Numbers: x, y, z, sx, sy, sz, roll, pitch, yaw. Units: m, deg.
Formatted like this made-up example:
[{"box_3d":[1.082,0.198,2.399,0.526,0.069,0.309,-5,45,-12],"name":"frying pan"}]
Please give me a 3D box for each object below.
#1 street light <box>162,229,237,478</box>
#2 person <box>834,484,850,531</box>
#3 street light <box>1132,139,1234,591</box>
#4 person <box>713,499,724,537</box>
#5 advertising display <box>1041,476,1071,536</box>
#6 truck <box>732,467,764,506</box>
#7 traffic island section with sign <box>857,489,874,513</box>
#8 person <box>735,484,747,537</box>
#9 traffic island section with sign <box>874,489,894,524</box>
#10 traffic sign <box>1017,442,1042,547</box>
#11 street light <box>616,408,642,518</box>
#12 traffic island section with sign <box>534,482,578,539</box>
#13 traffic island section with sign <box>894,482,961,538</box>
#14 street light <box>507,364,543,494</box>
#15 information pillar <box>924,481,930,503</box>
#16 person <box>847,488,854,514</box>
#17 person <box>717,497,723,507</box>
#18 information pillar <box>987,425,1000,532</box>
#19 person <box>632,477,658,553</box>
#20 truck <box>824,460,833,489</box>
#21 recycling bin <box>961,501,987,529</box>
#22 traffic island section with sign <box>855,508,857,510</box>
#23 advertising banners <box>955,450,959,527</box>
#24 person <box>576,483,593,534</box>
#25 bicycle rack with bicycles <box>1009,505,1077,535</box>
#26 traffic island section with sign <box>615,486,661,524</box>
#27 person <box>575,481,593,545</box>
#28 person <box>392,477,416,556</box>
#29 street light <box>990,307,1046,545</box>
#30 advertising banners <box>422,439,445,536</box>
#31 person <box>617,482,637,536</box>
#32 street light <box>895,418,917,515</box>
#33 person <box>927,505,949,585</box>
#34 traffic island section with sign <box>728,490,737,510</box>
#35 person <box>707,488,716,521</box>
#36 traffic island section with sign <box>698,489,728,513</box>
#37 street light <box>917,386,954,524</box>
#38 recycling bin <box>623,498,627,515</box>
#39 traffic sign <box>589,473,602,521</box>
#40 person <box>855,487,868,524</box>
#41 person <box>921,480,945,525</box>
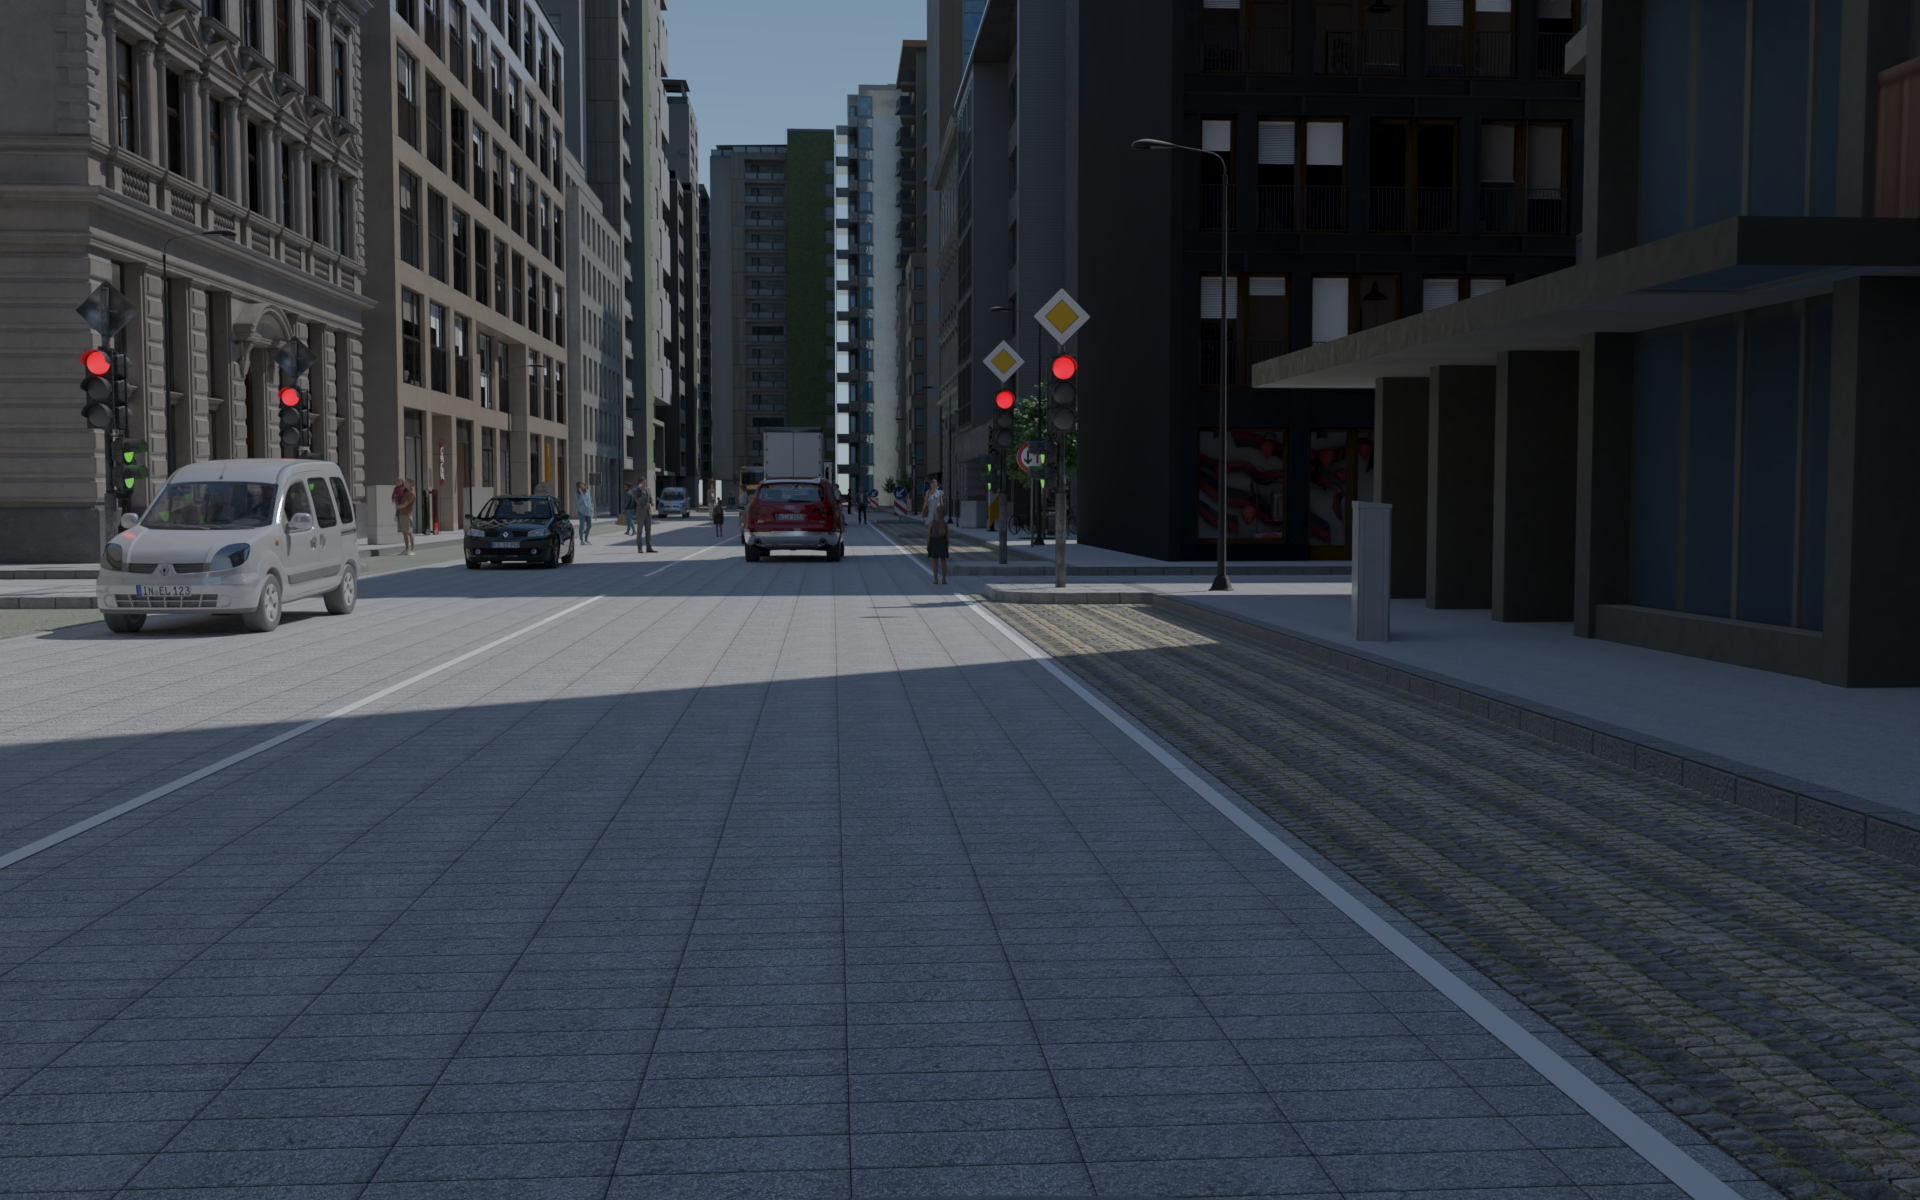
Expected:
[{"box_3d":[-13.381,-3.544,30.482,1.470,5.913,1.316,0,4,-4],"name":"street light"},{"box_3d":[-4.645,-3.592,67.075,0.795,1.843,0.661,0,4,6],"name":"person"},{"box_3d":[2.947,-3.080,22.892,1.470,5.913,1.316,0,4,-4],"name":"street light"},{"box_3d":[-8.063,-2.730,57.813,0.362,1.253,0.373,0,4,-2],"name":"person"},{"box_3d":[2.915,-2.945,53.365,0.974,1.923,0.123,1,4,9],"name":"advertising display"},{"box_3d":[-14.407,-7.894,124.987,3.469,3.379,9.791,0,4,-3],"name":"truck"},{"box_3d":[-6.720,-7.624,133.287,1.989,1.847,2.006,0,4,-4],"name":"traffic island section with sign"},{"box_3d":[-7.278,-2.968,57.601,0.524,1.755,0.480,1,4,9],"name":"person"},{"box_3d":[-3.017,-4.583,83.552,1.989,1.847,2.006,0,4,-4],"name":"traffic island section with sign"},{"box_3d":[1.744,-2.543,41.684,0.768,2.556,0.104,0,4,-1],"name":"traffic sign"},{"box_3d":[-17.802,-7.383,93.255,1.470,5.913,1.316,0,4,-4],"name":"street light"},{"box_3d":[-13.298,-2.861,55.403,1.989,1.847,2.006,0,4,-4],"name":"traffic island section with sign"},{"box_3d":[-1.029,-2.932,56.564,1.989,1.847,2.006,0,4,-4],"name":"traffic island section with sign"},{"box_3d":[-15.553,-5.464,61.872,1.470,5.913,1.316,0,4,-4],"name":"street light"},{"box_3d":[-1.813,-5.555,95.311,0.304,2.012,0.304,0,4,5],"name":"information pillar"},{"box_3d":[-7.766,-6.956,122.194,0.705,1.831,1.348,-1,4,-23],"name":"person"},{"box_3d":[-14.644,-5.655,105.644,0.352,1.250,0.332,-2,4,-27],"name":"person"},{"box_3d":[1.151,-4.150,59.211,0.504,3.616,0.183,-3,5,-45],"name":"information pillar"},{"box_3d":[-7.607,-2.061,42.007,0.447,1.846,0.655,2,4,35],"name":"person"},{"box_3d":[-12.071,-9.626,146.293,2.839,4.237,11.283,0,4,-5],"name":"truck"},{"box_3d":[0.532,-3.196,64.815,0.722,1.027,0.722,3,4,37],"name":"recycling bin"},{"box_3d":[-8.715,-9.269,160.169,1.989,1.847,2.006,0,4,-4],"name":"traffic island section with sign"},{"box_3d":[-0.119,-4.394,68.035,0.090,3.025,2.074,0,4,-2],"name":"advertising banners"},{"box_3d":[-13.493,-3.267,61.940,0.581,1.822,0.654,1,4,21],"name":"person"},{"box_3d":[2.815,-2.555,55.157,2.925,0.926,2.852,-2,4,-30],"name":"bicycle rack with bicycles"},{"box_3d":[-15.290,-4.507,82.315,1.989,1.847,2.006,0,4,-4],"name":"traffic island section with sign"},{"box_3d":[-10.506,-2.424,48.394,0.793,1.790,0.793,0,4,3],"name":"person"},{"box_3d":[-12.890,-1.942,40.220,0.580,1.828,0.573,0,4,0],"name":"person"},{"box_3d":[1.442,-4.320,43.178,1.470,5.913,1.316,0,4,-4],"name":"street light"},{"box_3d":[-16.496,-3.558,54.367,0.090,3.025,2.074,0,4,2],"name":"advertising banners"},{"box_3d":[-11.277,-3.083,58.896,0.713,1.824,0.794,2,4,27],"name":"person"},{"box_3d":[-3.248,-8.170,106.122,1.470,5.913,1.316,0,4,-4],"name":"street light"},{"box_3d":[-0.349,-0.872,27.432,0.362,1.253,0.373,0,4,-8],"name":"person"},{"box_3d":[-21.092,-9.289,160.497,1.989,1.847,2.006,0,4,-4],"name":"traffic island section with sign"},{"box_3d":[-13.139,-5.066,91.877,0.362,1.759,0.519,3,4,36],"name":"person"},{"box_3d":[-19.046,-7.604,132.955,1.989,1.847,2.006,0,4,-4],"name":"traffic island section with sign"},{"box_3d":[-0.964,-6.239,74.550,1.470,5.913,1.316,0,4,-4],"name":"street light"},{"box_3d":[-20.024,-5.667,105.202,0.722,1.027,0.722,-3,5,-40],"name":"recycling bin"},{"box_3d":[-17.432,-4.935,82.811,0.606,2.300,0.079,0,4,3],"name":"traffic sign"},{"box_3d":[-4.712,-4.551,83.302,0.661,1.777,0.834,-1,4,-19],"name":"person"},{"box_3d":[-0.704,-2.252,45.412,0.616,1.811,0.778,1,4,11],"name":"person"}]
